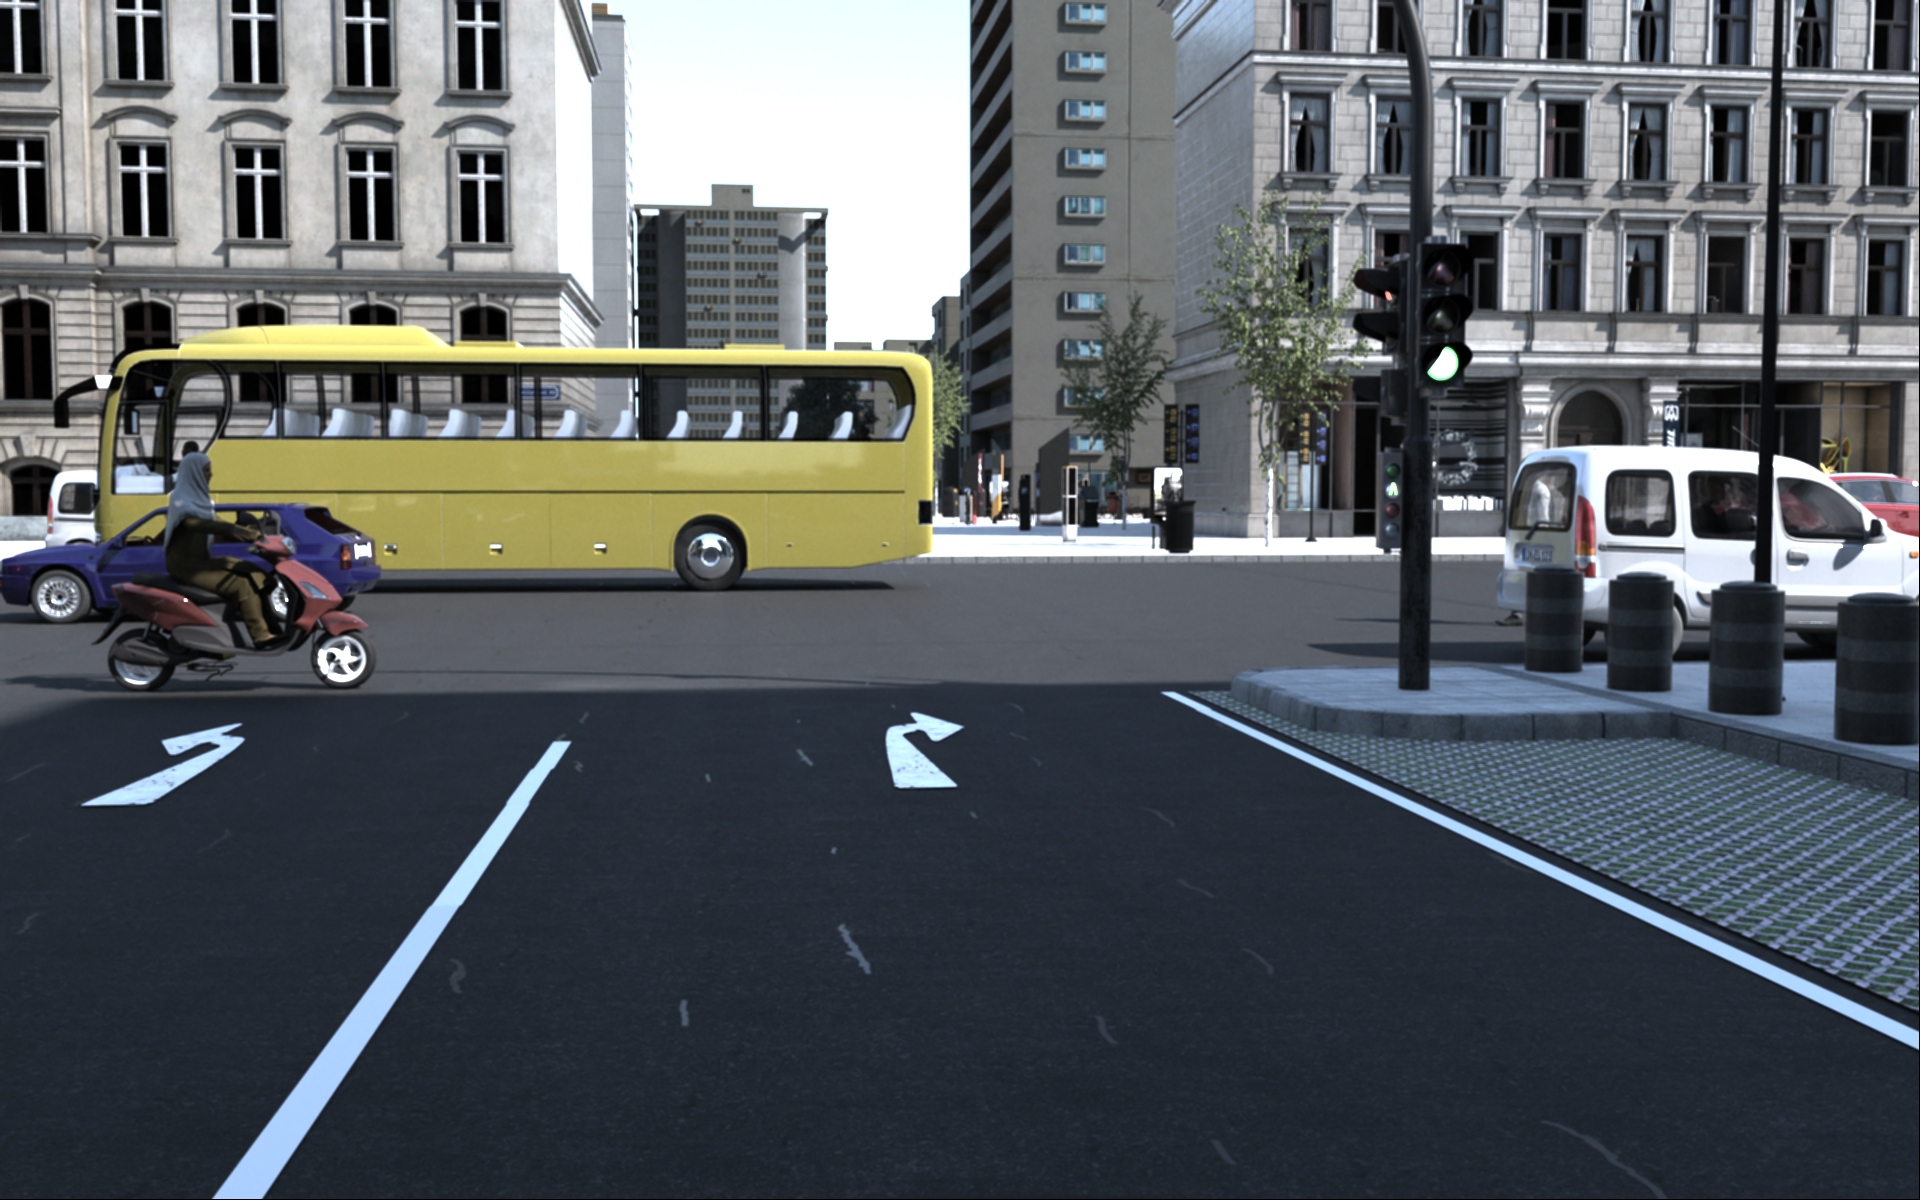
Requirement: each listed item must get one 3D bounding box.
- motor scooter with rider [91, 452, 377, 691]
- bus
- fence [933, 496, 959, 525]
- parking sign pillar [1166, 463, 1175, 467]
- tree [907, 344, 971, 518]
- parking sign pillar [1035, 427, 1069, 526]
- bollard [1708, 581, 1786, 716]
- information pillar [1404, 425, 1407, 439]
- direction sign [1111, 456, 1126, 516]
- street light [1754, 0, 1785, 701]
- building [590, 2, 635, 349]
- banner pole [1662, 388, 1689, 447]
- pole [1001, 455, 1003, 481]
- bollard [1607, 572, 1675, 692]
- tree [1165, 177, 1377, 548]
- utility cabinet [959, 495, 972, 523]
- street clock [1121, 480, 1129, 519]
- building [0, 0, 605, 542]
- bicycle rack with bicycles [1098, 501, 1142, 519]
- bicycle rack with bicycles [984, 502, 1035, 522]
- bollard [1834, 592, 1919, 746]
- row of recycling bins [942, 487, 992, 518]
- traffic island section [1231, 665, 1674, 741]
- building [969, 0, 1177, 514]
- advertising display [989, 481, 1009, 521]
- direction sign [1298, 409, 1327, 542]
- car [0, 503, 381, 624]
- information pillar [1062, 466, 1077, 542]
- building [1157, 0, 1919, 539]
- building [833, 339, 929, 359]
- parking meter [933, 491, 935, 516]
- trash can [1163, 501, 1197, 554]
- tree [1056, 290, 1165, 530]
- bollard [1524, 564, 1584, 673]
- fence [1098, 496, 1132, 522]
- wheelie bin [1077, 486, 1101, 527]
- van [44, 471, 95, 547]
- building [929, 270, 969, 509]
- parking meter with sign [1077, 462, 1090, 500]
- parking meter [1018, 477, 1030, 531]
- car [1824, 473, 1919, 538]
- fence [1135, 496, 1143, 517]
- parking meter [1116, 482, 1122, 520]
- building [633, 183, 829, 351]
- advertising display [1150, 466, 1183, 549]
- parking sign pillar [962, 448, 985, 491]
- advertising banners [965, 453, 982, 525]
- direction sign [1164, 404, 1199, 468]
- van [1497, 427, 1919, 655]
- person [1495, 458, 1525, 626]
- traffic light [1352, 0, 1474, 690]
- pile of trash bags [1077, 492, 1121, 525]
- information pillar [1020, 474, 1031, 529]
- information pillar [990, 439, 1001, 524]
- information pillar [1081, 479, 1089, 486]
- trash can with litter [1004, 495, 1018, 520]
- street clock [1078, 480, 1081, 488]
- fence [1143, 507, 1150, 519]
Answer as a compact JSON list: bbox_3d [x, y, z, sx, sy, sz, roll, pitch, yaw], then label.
[{"bbox_3d":[-5.290,-0.222,12.599,1.986,1.779,0.876,0,4,-7],"label":"motor scooter with rider"},{"bbox_3d":[-6.609,-2.113,26.096,12.252,3.916,2.896,0,4,-7],"label":"bus"},{"bbox_3d":[-1.003,-3.700,71.692,0.480,1.192,2.264,3,5,44],"label":"fence"},{"bbox_3d":[11.513,-6.376,92.715,1.447,3.967,1.447,3,4,38],"label":"parking sign pillar"},{"bbox_3d":[-1.612,-8.200,84.432,4.737,8.622,4.395,0,3,0],"label":"tree"},{"bbox_3d":[3.735,-4.978,69.861,1.447,3.967,1.447,-1,4,-21],"label":"parking sign pillar"},{"bbox_3d":[4.633,0.276,10.201,0.404,0.777,0.398,0,3,0],"label":"bollard"},{"bbox_3d":[10.948,-3.095,41.950,0.504,3.616,0.183,-2,4,-26],"label":"information pillar"},{"bbox_3d":[9.469,-6.809,103.331,0.876,3.537,0.379,1,4,9],"label":"direction sign"},{"bbox_3d":[4.493,-2.331,10.658,1.470,5.913,1.316,0,4,-7],"label":"street light"},{"bbox_3d":[-53.997,-40.892,210.579,28.212,58.520,21.231,0,4,-7],"label":"building"},{"bbox_3d":[16.874,-3.107,40.810,0.863,3.779,0.401,-1,4,-15],"label":"banner pole"},{"bbox_3d":[2.132,-5.853,89.532,0.158,3.312,0.155,0,3,0],"label":"pole"},{"bbox_3d":[4.476,0.203,11.393,0.404,0.777,0.398,0,3,0],"label":"bollard"},{"bbox_3d":[7.626,-5.563,41.318,4.737,8.622,4.395,0,3,0],"label":"tree"},{"bbox_3d":[0.296,-4.038,77.178,0.306,1.237,1.020,-2,4,-24],"label":"utility cabinet"},{"bbox_3d":[8.593,-5.258,90.531,0.471,2.002,0.358,3,5,39],"label":"street clock"},{"bbox_3d":[-28.564,-14.187,51.044,34.723,24.649,14.460,0,4,-7],"label":"building"},{"bbox_3d":[7.574,-4.590,88.426,2.925,0.926,2.852,2,4,25],"label":"bicycle rack with bicycles"},{"bbox_3d":[2.486,-4.091,80.277,2.852,0.926,2.925,2,4,24],"label":"bicycle rack with bicycles"},{"bbox_3d":[4.779,0.349,9.007,0.404,0.777,0.398,0,3,0],"label":"bollard"},{"bbox_3d":[0.641,-5.393,95.286,3.534,1.692,1.069,-2,4,-27],"label":"row of recycling bins"},{"bbox_3d":[3.002,0.664,11.432,2.009,0.180,2.903,0,4,-7],"label":"traffic island section"},{"bbox_3d":[12.606,-30.407,120.855,21.300,48.544,21.600,0,4,-7],"label":"building"},{"bbox_3d":[1.873,-4.751,82.886,0.974,1.923,0.123,0,4,-5],"label":"advertising display"},{"bbox_3d":[9.401,-3.318,46.251,0.876,3.537,0.379,-2,4,-23],"label":"direction sign"},{"bbox_3d":[-8.817,-0.453,19.983,3.894,1.354,1.945,0,4,-6],"label":"car"},{"bbox_3d":[2.926,-2.553,46.237,0.304,2.012,0.304,-2,4,-23],"label":"information pillar"},{"bbox_3d":[9.034,-12.397,53.602,40.483,20.767,10.553,0,4,-7],"label":"building"},{"bbox_3d":[-1.634,-23.025,221.494,28.899,21.520,27.650,0,4,-7],"label":"building"},{"bbox_3d":[-1.679,-5.762,102.627,0.372,1.533,0.369,0,3,0],"label":"parking meter"},{"bbox_3d":[4.755,-1.581,37.498,0.748,1.137,0.748,0,3,0],"label":"trash can"},{"bbox_3d":[5.645,-6.820,61.867,4.737,8.622,4.395,0,3,0],"label":"tree"},{"bbox_3d":[4.321,0.130,12.594,0.404,0.777,0.398,0,3,0],"label":"bollard"},{"bbox_3d":[6.871,-4.261,80.865,2.264,1.192,0.480,2,4,23],"label":"fence"},{"bbox_3d":[4.941,-3.614,66.999,0.980,1.594,0.693,-1,4,-22],"label":"wheelie bin"},{"bbox_3d":[-14.061,-1.472,31.073,4.112,2.044,2.013,0,4,-6],"label":"van"},{"bbox_3d":[12.902,-18.478,147.161,27.650,21.520,28.899,0,4,-7],"label":"building"},{"bbox_3d":[6.264,-6.032,94.883,1.738,3.016,0.543,0,4,5],"label":"parking meter with sign"},{"bbox_3d":[2.255,-3.360,60.649,0.399,1.863,0.255,1,4,9],"label":"parking meter"},{"bbox_3d":[17.027,-1.447,32.335,5.304,1.827,2.281,0,4,-5],"label":"car"},{"bbox_3d":[9.563,-5.320,98.190,0.480,1.192,2.264,3,4,38],"label":"fence"},{"bbox_3d":[7.850,-4.876,85.432,0.255,1.863,0.399,0,4,-2],"label":"parking meter"},{"bbox_3d":[-28.764,-32.273,219.547,23.993,40.220,32.217,0,4,-7],"label":"building"},{"bbox_3d":[4.820,-2.151,40.391,0.974,1.923,0.123,-3,4,-38],"label":"advertising display"},{"bbox_3d":[0.774,-6.871,100.813,1.447,3.967,1.447,0,4,-7],"label":"parking sign pillar"},{"bbox_3d":[0.599,-4.685,72.786,0.090,3.025,2.074,1,4,20],"label":"advertising banners"},{"bbox_3d":[5.592,-3.166,43.764,0.876,3.537,0.379,1,4,14],"label":"direction sign"},{"bbox_3d":[6.955,-0.508,15.325,4.112,2.044,2.013,0,4,-8],"label":"van"},{"bbox_3d":[6.247,-0.631,18.917,0.850,1.850,0.679,0,4,-5],"label":"person"},{"bbox_3d":[0.898,-2.216,10.906,4.771,5.953,1.251,0,4,-7],"label":"traffic light"},{"bbox_3d":[5.086,-3.866,72.969,3.447,1.369,1.912,1,4,18],"label":"pile of trash bags"},{"bbox_3d":[2.428,-3.636,63.947,0.304,2.012,0.304,-1,4,-20],"label":"information pillar"},{"bbox_3d":[1.545,-5.061,74.094,0.183,3.616,0.504,-3,5,-42],"label":"information pillar"},{"bbox_3d":[6.104,-4.908,84.745,0.304,2.012,0.304,-1,4,-20],"label":"information pillar"},{"bbox_3d":[2.142,-4.576,85.882,1.678,1.210,2.233,2,4,30],"label":"trash can with litter"},{"bbox_3d":[6.132,-4.979,85.981,0.471,2.002,0.358,3,4,36],"label":"street clock"},{"bbox_3d":[8.356,-3.803,77.547,0.278,0.683,2.069,1,4,16],"label":"fence"}]
